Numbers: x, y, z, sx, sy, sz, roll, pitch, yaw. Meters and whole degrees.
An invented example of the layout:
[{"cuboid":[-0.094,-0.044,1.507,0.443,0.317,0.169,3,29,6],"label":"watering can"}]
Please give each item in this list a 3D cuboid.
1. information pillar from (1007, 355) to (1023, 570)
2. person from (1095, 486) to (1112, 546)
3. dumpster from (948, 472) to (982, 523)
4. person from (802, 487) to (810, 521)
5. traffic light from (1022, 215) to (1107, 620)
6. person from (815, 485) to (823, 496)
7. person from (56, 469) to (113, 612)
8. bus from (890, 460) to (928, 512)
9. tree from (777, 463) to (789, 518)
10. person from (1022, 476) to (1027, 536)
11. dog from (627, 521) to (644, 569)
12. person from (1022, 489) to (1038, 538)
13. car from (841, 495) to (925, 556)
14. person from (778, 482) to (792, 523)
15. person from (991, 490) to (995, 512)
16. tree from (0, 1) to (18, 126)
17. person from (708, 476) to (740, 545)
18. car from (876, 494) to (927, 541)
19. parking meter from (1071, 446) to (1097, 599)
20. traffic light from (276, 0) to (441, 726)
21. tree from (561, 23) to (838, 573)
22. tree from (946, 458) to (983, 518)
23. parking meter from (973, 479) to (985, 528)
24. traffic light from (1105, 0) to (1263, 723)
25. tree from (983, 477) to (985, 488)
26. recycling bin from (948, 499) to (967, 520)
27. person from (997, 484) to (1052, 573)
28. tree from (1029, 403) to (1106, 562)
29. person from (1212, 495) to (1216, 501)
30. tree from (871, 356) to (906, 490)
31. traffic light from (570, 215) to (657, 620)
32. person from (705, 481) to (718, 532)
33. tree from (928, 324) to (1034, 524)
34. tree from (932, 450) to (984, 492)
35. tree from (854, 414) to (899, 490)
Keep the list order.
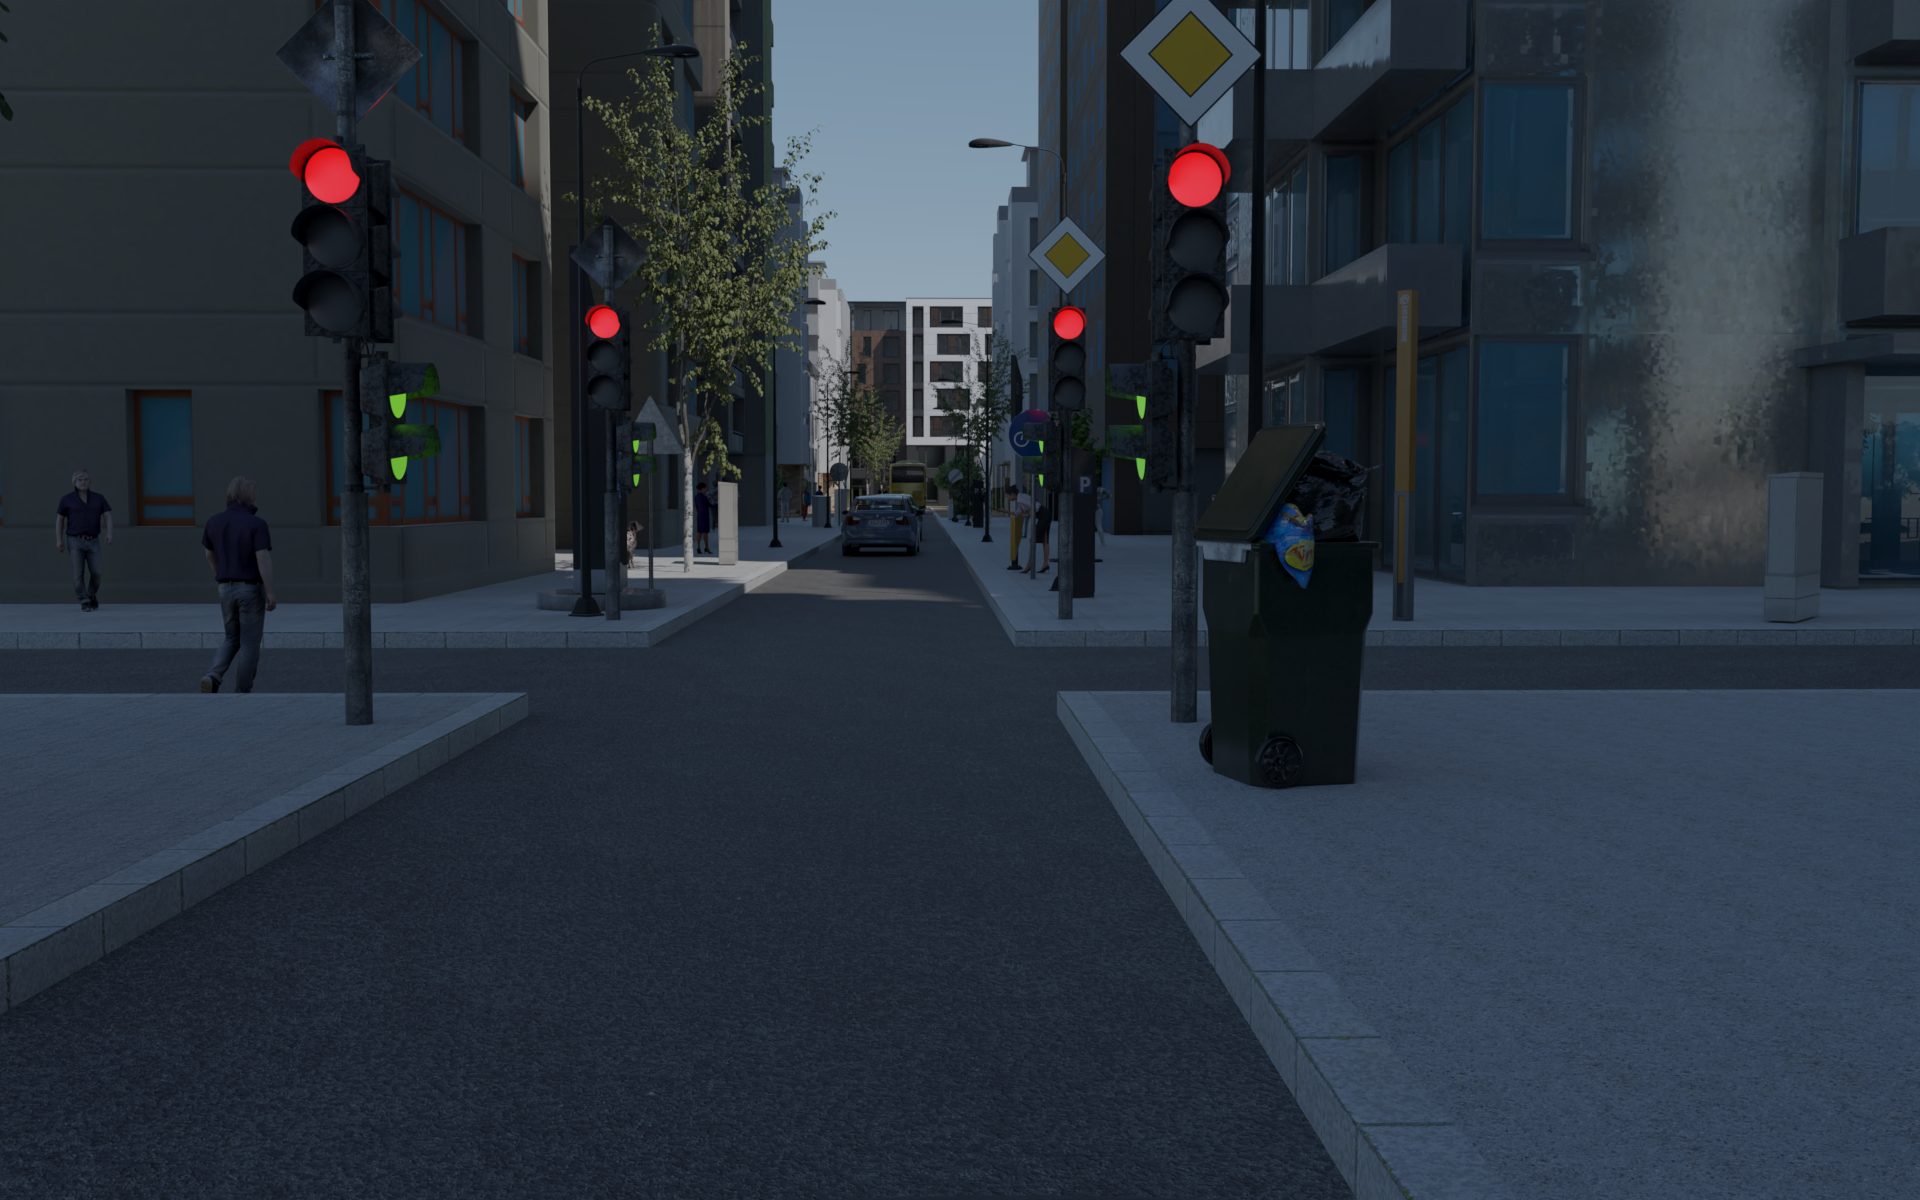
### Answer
[{"cuboid":[0.955,-2.325,29.363,0.183,3.616,0.504,1,4,17],"label":"information pillar"},{"cuboid":[3.326,-2.208,42.872,0.841,1.734,0.376,0,4,-3],"label":"person"},{"cuboid":[0.228,-4.656,78.615,1.502,2.255,1.985,0,4,-1],"label":"dumpster"},{"cuboid":[-7.294,-4.549,82.123,0.444,1.614,0.593,3,4,38],"label":"person"},{"cuboid":[1.064,-1.757,17.648,0.839,4.253,0.868,0,4,-1],"label":"traffic light"},{"cuboid":[-7.269,-5.109,90.277,0.576,1.737,0.504,2,4,26],"label":"person"},{"cuboid":[-9.526,-0.656,18.985,0.569,1.553,0.471,0,4,1],"label":"person"},{"cuboid":[-3.766,-8.233,126.151,2.896,3.916,12.252,0,4,-1],"label":"bus"},{"cuboid":[-9.761,-5.935,91.643,1.663,3.219,1.824,0,3,0],"label":"tree"},{"cuboid":[1.775,-2.705,50.394,0.598,1.807,0.434,-2,4,-32],"label":"person"},{"cuboid":[-5.903,-0.944,29.807,0.800,0.831,0.513,1,4,10],"label":"dog"},{"cuboid":[1.899,-2.383,48.244,0.726,1.434,0.776,-1,4,-22],"label":"person"},{"cuboid":[-1.862,-1.799,41.410,2.014,1.417,4.499,0,4,0],"label":"car"},{"cuboid":[-7.844,-4.372,77.680,0.875,1.805,0.789,-2,4,-28],"label":"person"},{"cuboid":[2.079,-7.175,123.365,0.705,1.822,1.348,-3,5,-41],"label":"person"},{"cuboid":[-4.647,-1.332,5.492,4.285,4.588,4.351,0,3,0],"label":"tree"},{"cuboid":[-5.869,-2.243,43.447,0.841,1.734,0.376,1,4,16],"label":"person"},{"cuboid":[-2.093,-2.564,53.713,2.131,1.459,4.920,0,4,-2],"label":"car"},{"cuboid":[1.471,-0.960,21.401,0.399,1.863,0.255,-2,4,-35],"label":"parking meter"},{"cuboid":[-3.334,-1.261,9.545,0.839,4.253,0.868,0,4,-1],"label":"traffic light"},{"cuboid":[-4.205,-4.756,28.131,4.737,8.622,4.395,0,3,0],"label":"tree"},{"cuboid":[0.122,-5.894,90.960,1.663,3.219,1.824,0,3,0],"label":"tree"},{"cuboid":[0.709,-3.684,65.941,0.399,1.863,0.255,2,4,32],"label":"parking meter"},{"cuboid":[1.245,-1.269,9.665,0.839,4.253,0.868,0,4,-1],"label":"traffic light"},{"cuboid":[0.710,-6.522,101.243,1.663,3.219,1.824,0,3,0],"label":"tree"},{"cuboid":[-0.118,-4.481,85.820,0.722,1.027,0.722,1,4,22],"label":"recycling bin"},{"cuboid":[1.091,-1.151,28.057,0.799,1.438,0.628,-2,4,-31],"label":"person"},{"cuboid":[2.231,-2.341,32.872,1.663,3.219,1.824,0,3,0],"label":"tree"},{"cuboid":[7.430,-2.457,50.120,0.435,1.345,0.340,2,4,32],"label":"person"},{"cuboid":[-5.248,-8.011,81.347,4.737,8.622,4.395,0,3,0],"label":"tree"},{"cuboid":[-3.516,-1.750,17.528,0.839,4.253,0.868,0,4,-1],"label":"traffic light"},{"cuboid":[-8.177,-3.142,58.139,0.841,1.734,0.376,-2,4,-25],"label":"person"},{"cuboid":[1.040,-7.600,74.619,4.737,8.622,4.395,0,3,0],"label":"tree"},{"cuboid":[0.132,-8.761,126.953,4.285,4.588,4.351,0,3,0],"label":"tree"},{"cuboid":[-7.298,-12.660,157.355,4.360,8.622,3.978,0,3,0],"label":"tree"}]
